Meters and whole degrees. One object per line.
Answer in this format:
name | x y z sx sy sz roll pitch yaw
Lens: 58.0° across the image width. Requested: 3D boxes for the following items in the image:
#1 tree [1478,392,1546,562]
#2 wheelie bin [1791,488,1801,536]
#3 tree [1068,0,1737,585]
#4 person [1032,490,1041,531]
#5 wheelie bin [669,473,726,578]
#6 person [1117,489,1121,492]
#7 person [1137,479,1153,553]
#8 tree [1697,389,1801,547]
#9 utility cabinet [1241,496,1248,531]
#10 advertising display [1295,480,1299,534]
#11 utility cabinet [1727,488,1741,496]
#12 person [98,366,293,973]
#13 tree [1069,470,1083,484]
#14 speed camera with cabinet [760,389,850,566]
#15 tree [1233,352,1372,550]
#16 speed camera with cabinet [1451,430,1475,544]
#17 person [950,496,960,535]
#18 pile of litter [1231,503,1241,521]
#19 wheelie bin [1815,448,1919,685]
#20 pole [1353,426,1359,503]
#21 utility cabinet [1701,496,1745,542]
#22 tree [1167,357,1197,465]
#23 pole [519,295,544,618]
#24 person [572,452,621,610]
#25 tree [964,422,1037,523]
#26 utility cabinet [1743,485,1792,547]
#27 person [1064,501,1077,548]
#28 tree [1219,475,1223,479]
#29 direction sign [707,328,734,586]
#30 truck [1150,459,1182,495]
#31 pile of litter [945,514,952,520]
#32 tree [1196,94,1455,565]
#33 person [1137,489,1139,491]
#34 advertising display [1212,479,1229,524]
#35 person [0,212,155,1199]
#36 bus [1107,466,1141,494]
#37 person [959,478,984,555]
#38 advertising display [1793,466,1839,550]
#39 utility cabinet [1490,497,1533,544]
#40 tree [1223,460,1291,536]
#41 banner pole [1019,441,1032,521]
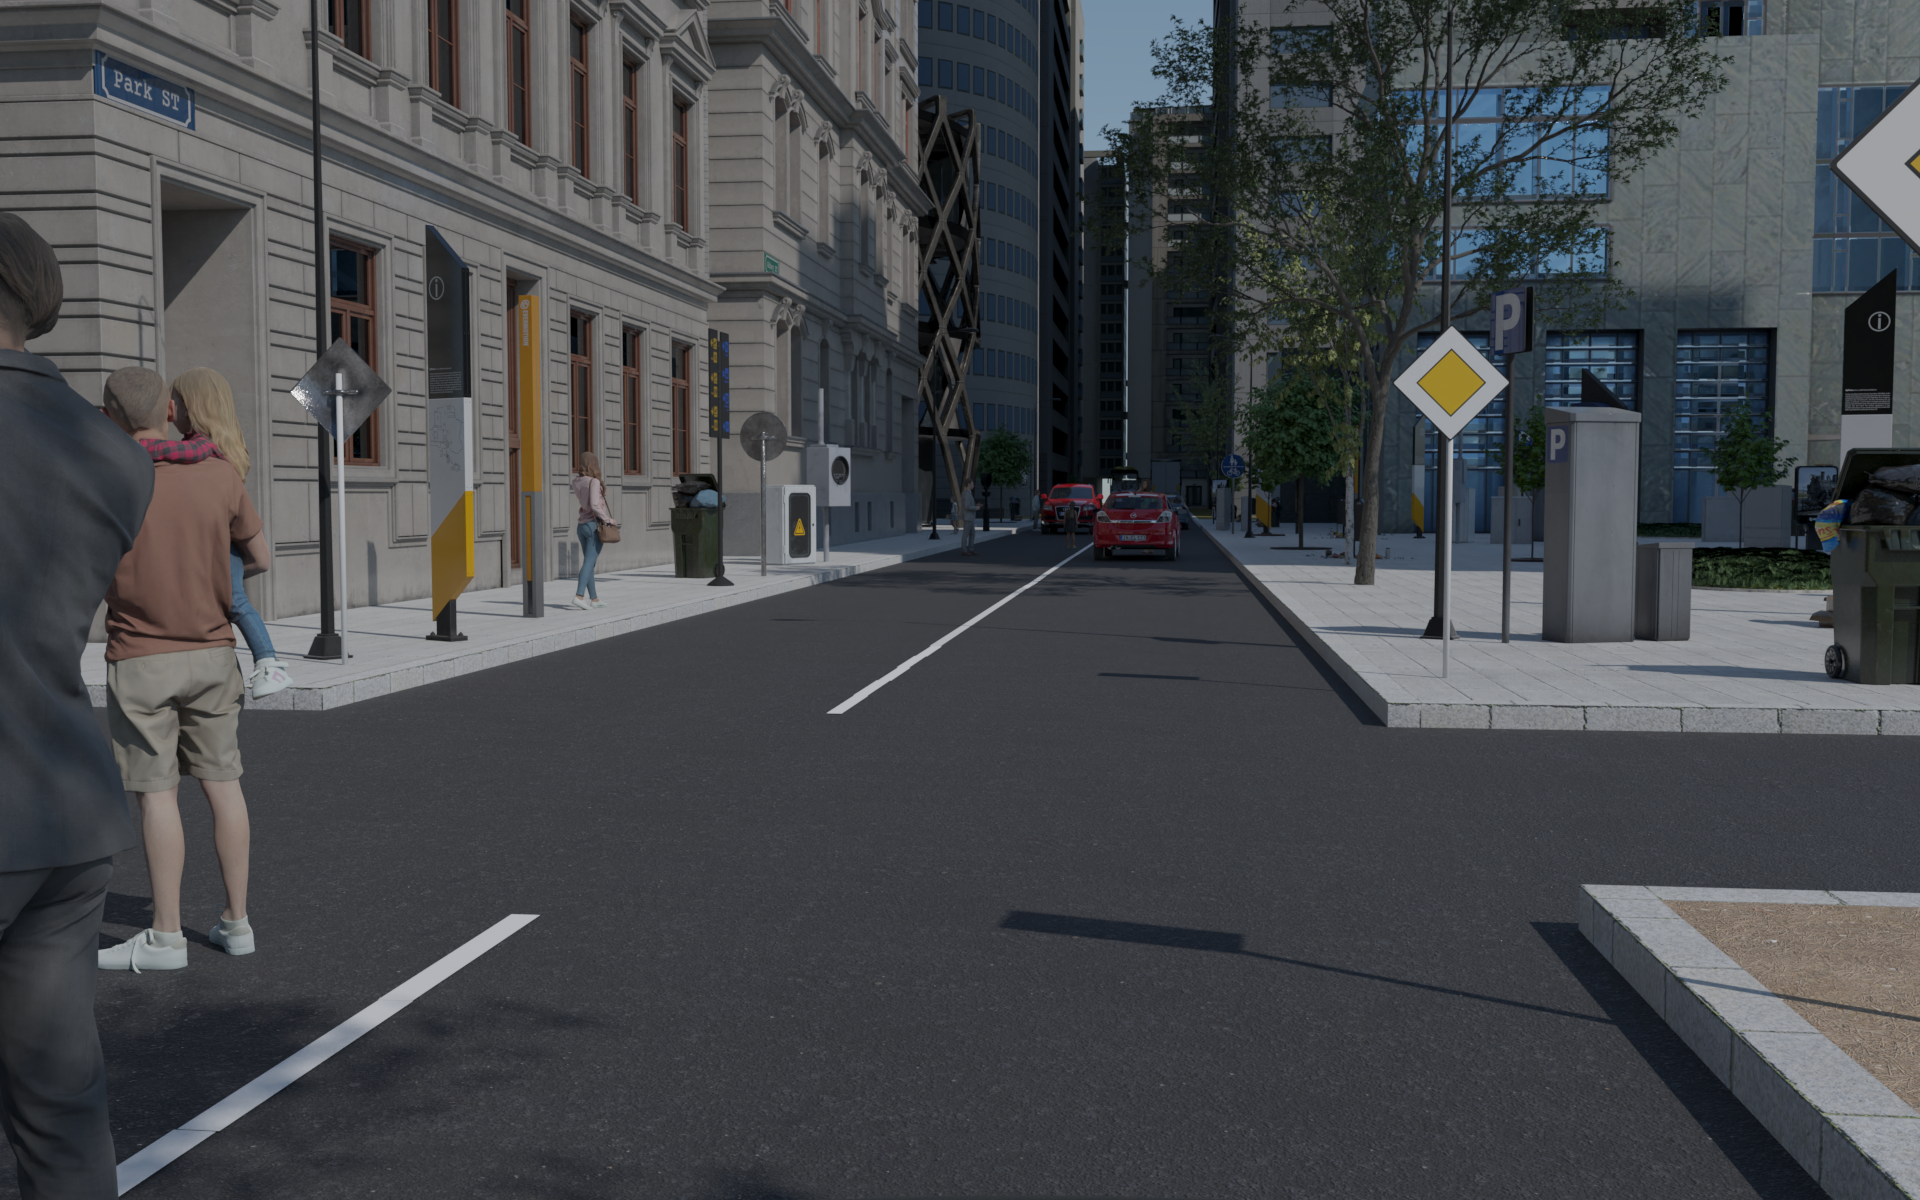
tree | 10.968 -2.340 32.855 1.663 3.219 1.824 0 3 0
wheelie bin | 25.583 -2.756 52.977 0.693 1.594 0.980 2 4 29
tree | 5.708 -5.470 23.843 8.767 10.594 7.601 0 4 -1
person | 2.964 -3.461 66.902 0.330 1.601 0.589 0 4 -4
wheelie bin | -4.006 -1.138 26.514 0.980 1.594 0.693 2 4 26
person | 9.961 -6.086 108.682 0.551 1.740 0.621 -2 4 -32
person | 4.513 -2.017 41.732 0.529 1.795 0.600 -3 5 -44
tree | 14.416 -2.282 31.907 1.663 3.219 1.824 0 3 0
utility cabinet | 9.883 -2.991 60.070 0.306 1.237 1.020 1 4 9
advertising display | 10.941 -3.116 56.167 0.123 1.923 0.974 1 4 11
utility cabinet | 21.426 -2.346 47.030 0.318 1.500 1.173 -2 4 -30
person | -2.398 0.190 5.374 0.573 1.828 0.580 0 4 1
tree | 9.142 -8.909 140.258 1.663 3.219 1.824 0 3 0
speed camera with cabinet | -2.827 -2.297 31.889 0.660 3.252 2.038 2 4 33
tree | 8.039 -3.459 40.262 4.285 4.588 4.351 0 3 0
speed camera with cabinet | 13.013 -3.117 45.305 0.660 3.252 2.038 2 4 26
person | -0.123 -2.679 54.857 0.382 1.210 0.505 -1 4 -12
pile of litter | 13.244 -4.196 82.566 1.719 0.858 1.176 -3 5 -41
wheelie bin | 6.386 -0.238 11.795 0.980 1.594 0.693 0 4 4
pole | 11.749 -3.531 51.581 0.158 3.312 0.155 0 3 0
utility cabinet | 20.421 -2.152 46.344 1.020 1.237 0.306 0 4 7
tree | 13.174 -8.611 91.147 4.737 8.622 4.395 0 3 0
pole | -4.432 -1.471 17.902 0.158 3.312 0.155 0 3 0
person | -4.147 -0.776 19.326 0.593 1.750 0.643 3 5 42
tree | 1.922 -5.736 77.503 4.285 4.588 4.351 0 3 0
utility cabinet | 19.117 -1.975 40.978 0.318 1.500 1.173 -1 4 -18
person | 2.949 -2.017 46.155 0.362 1.253 0.373 1 4 16
tree | 14.937 -6.175 95.562 1.663 3.219 1.824 0 3 0
direction sign | -3.350 -1.966 24.147 0.379 3.537 0.876 1 4 9
truck | 17.072 -9.479 143.891 2.839 4.237 11.283 0 4 6
pile of litter | -0.242 -4.515 87.785 1.719 0.858 1.176 -3 4 -39
tree | 6.848 -4.948 31.268 4.737 8.622 4.395 0 3 0
person | 15.226 -8.516 147.721 1.348 1.826 0.705 2 4 26
advertising display | 11.133 -4.213 74.098 0.123 1.923 0.974 -2 4 -33
person | -1.479 0.357 2.463 0.447 1.846 0.655 1 4 13
bus | 14.801 -10.035 155.611 2.896 3.916 12.252 0 4 6
person | 0.280 -1.942 40.452 0.583 1.804 0.606 0 4 -7
advertising display | 19.489 -2.094 39.455 0.974 1.923 0.123 0 4 -4
utility cabinet | 14.203 -2.046 44.606 1.020 1.237 0.306 1 4 17
tree | 9.359 -3.583 53.180 1.663 3.219 1.824 0 3 0
banner pole | 3.132 -5.579 81.237 0.863 3.779 0.401 3 4 39
